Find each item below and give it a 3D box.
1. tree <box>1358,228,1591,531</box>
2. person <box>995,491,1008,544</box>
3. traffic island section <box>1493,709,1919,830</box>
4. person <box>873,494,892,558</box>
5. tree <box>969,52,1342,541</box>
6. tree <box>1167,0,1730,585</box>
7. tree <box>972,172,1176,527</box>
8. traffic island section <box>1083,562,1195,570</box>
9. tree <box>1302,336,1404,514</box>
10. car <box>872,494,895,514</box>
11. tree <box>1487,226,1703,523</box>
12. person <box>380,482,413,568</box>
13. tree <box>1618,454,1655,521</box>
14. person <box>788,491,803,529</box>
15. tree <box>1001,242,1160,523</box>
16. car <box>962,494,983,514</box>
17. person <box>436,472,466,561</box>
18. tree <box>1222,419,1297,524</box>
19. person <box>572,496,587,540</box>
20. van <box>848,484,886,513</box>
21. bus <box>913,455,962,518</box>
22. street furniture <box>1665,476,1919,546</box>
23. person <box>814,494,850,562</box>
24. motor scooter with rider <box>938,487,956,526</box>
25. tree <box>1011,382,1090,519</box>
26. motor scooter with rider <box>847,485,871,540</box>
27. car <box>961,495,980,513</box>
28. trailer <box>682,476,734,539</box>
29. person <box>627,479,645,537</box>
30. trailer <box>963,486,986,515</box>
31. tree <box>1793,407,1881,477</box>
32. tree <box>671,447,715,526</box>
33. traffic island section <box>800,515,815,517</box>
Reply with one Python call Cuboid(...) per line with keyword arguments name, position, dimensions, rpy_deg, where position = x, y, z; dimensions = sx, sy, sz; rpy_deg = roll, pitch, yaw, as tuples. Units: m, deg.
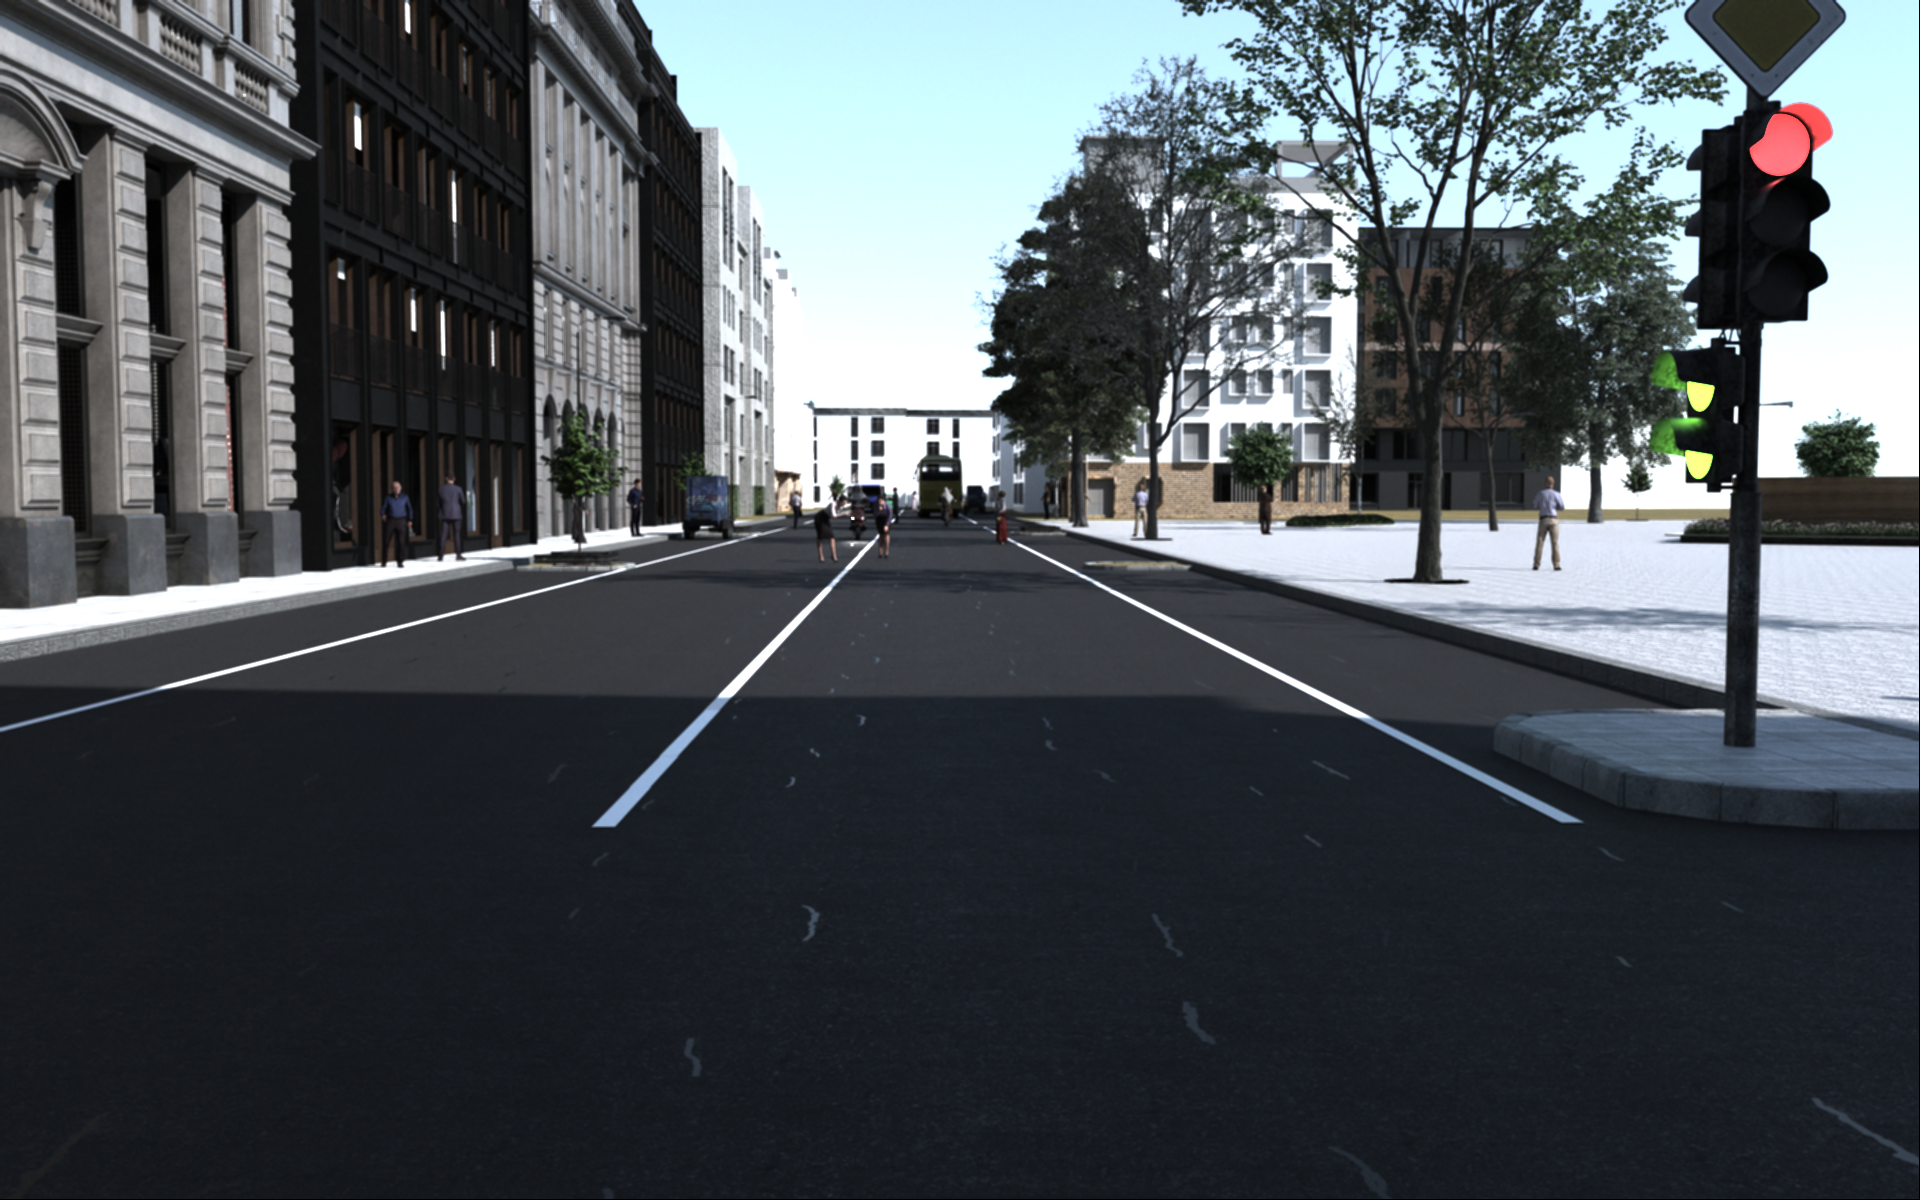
Cuboid(name="tree", position=(18.394, -7.693, 60.193), dimensions=(8.767, 10.594, 7.601), rpy_deg=(-2, 4, -32))
Cuboid(name="person", position=(1.181, -2.357, 49.511), dimensions=(0.387, 1.526, 0.523), rpy_deg=(0, 4, -7))
Cuboid(name="traffic island section", position=(4.002, 0.822, 8.845), dimensions=(2.009, 0.180, 2.903), rpy_deg=(0, 4, -1))
Cuboid(name="person", position=(-1.723, -1.652, 38.751), dimensions=(0.421, 1.427, 0.697), rpy_deg=(0, 4, 6))
Cuboid(name="tree", position=(5.478, -8.403, 47.762), dimensions=(12.009, 13.543, 11.850), rpy_deg=(0, 3, 0))
Cuboid(name="tree", position=(6.656, -6.040, 24.518), dimensions=(9.928, 11.665, 9.643), rpy_deg=(0, 3, 0))
Cuboid(name="tree", position=(4.529, -9.779, 67.302), dimensions=(7.806, 13.903, 7.818), rpy_deg=(0, 3, 0))
Cuboid(name="traffic island section", position=(3.409, -0.651, 33.502), dimensions=(1.991, 0.108, 1.994), rpy_deg=(0, 4, -1))
Cuboid(name="tree", position=(18.073, -7.874, 79.107), dimensions=(4.360, 8.622, 3.978), rpy_deg=(0, 3, 0))
Cuboid(name="car", position=(-5.418, -7.082, 124.594), dimensions=(1.959, 1.807, 4.718), rpy_deg=(0, 4, -2))
Cuboid(name="tree", position=(27.989, -10.368, 76.166), dimensions=(9.857, 13.997, 8.962), rpy_deg=(0, 3, 0))
Cuboid(name="person", position=(-9.900, -1.312, 30.181), dimensions=(0.574, 1.496, 0.600), rpy_deg=(0, 4, 6))
Cuboid(name="tree", position=(32.483, -5.427, 83.326), dimensions=(1.663, 3.219, 1.824), rpy_deg=(0, 3, 0))
Cuboid(name="person", position=(-6.701, -3.659, 70.542), dimensions=(0.614, 1.554, 0.590), rpy_deg=(2, 4, 27))
Cuboid(name="tree", position=(5.549, -9.770, 77.872), dimensions=(7.486, 12.596, 7.792), rpy_deg=(0, 3, 0))
Cuboid(name="car", position=(0.993, -7.270, 129.085), dimensions=(2.015, 1.641, 3.980), rpy_deg=(0, 4, 0))
Cuboid(name="person", position=(-9.771, -1.608, 33.247), dimensions=(0.541, 1.710, 0.530), rpy_deg=(0, 4, 4))
Cuboid(name="tree", position=(13.081, -5.632, 75.801), dimensions=(4.285, 4.588, 4.351), rpy_deg=(0, 3, 0))
Cuboid(name="person", position=(-10.544, -2.516, 47.989), dimensions=(0.445, 1.727, 0.742), rpy_deg=(-1, 4, -14))
Cuboid(name="van", position=(-5.636, -6.193, 105.636), dimensions=(2.240, 2.365, 5.245), rpy_deg=(0, 4, -2))
Cuboid(name="bus", position=(-1.402, -7.113, 107.848), dimensions=(2.896, 3.916, 12.252), rpy_deg=(0, 4, -2))
Cuboid(name="street furniture", position=(22.156, -2.431, 46.599), dimensions=(9.812, 1.723, 11.010), rpy_deg=(2, 4, 34))
Cuboid(name="person", position=(-2.675, -1.511, 36.398), dimensions=(0.799, 1.438, 0.628), rpy_deg=(0, 4, 2))
Cuboid(name="motor scooter with rider", position=(-0.558, -4.183, 77.353), dimensions=(0.876, 1.779, 1.986), rpy_deg=(0, 4, 0))
Cuboid(name="tree", position=(4.752, -8.501, 89.347), dimensions=(4.360, 8.622, 3.978), rpy_deg=(0, 3, 0))
Cuboid(name="motor scooter with rider", position=(-3.249, -2.792, 54.609), dimensions=(0.876, 1.779, 1.986), rpy_deg=(0, 4, -3))
Cuboid(name="car", position=(0.903, -7.430, 133.480), dimensions=(2.014, 1.417, 4.499), rpy_deg=(0, 4, -1))
Cuboid(name="trailer", position=(-7.992, -2.892, 54.325), dimensions=(1.471, 1.999, 3.904), rpy_deg=(0, 4, -1))
Cuboid(name="person", position=(-9.691, -2.775, 52.115), dimensions=(0.504, 1.737, 0.576), rpy_deg=(1, 4, 14))
Cuboid(name="trailer", position=(0.960, -6.782, 117.940), dimensions=(1.471, 1.999, 3.904), rpy_deg=(0, 4, -1))
Cuboid(name="tree", position=(33.378, -5.025, 65.875), dimensions=(4.285, 4.588, 4.351), rpy_deg=(0, 3, 0))
Cuboid(name="tree", position=(-10.852, -4.644, 70.535), dimensions=(1.663, 3.219, 1.824), rpy_deg=(0, 3, 0))
Cuboid(name="traffic island section", position=(-9.155, -5.368, 110.634), dimensions=(1.991, 0.108, 1.994), rpy_deg=(0, 4, -1))
